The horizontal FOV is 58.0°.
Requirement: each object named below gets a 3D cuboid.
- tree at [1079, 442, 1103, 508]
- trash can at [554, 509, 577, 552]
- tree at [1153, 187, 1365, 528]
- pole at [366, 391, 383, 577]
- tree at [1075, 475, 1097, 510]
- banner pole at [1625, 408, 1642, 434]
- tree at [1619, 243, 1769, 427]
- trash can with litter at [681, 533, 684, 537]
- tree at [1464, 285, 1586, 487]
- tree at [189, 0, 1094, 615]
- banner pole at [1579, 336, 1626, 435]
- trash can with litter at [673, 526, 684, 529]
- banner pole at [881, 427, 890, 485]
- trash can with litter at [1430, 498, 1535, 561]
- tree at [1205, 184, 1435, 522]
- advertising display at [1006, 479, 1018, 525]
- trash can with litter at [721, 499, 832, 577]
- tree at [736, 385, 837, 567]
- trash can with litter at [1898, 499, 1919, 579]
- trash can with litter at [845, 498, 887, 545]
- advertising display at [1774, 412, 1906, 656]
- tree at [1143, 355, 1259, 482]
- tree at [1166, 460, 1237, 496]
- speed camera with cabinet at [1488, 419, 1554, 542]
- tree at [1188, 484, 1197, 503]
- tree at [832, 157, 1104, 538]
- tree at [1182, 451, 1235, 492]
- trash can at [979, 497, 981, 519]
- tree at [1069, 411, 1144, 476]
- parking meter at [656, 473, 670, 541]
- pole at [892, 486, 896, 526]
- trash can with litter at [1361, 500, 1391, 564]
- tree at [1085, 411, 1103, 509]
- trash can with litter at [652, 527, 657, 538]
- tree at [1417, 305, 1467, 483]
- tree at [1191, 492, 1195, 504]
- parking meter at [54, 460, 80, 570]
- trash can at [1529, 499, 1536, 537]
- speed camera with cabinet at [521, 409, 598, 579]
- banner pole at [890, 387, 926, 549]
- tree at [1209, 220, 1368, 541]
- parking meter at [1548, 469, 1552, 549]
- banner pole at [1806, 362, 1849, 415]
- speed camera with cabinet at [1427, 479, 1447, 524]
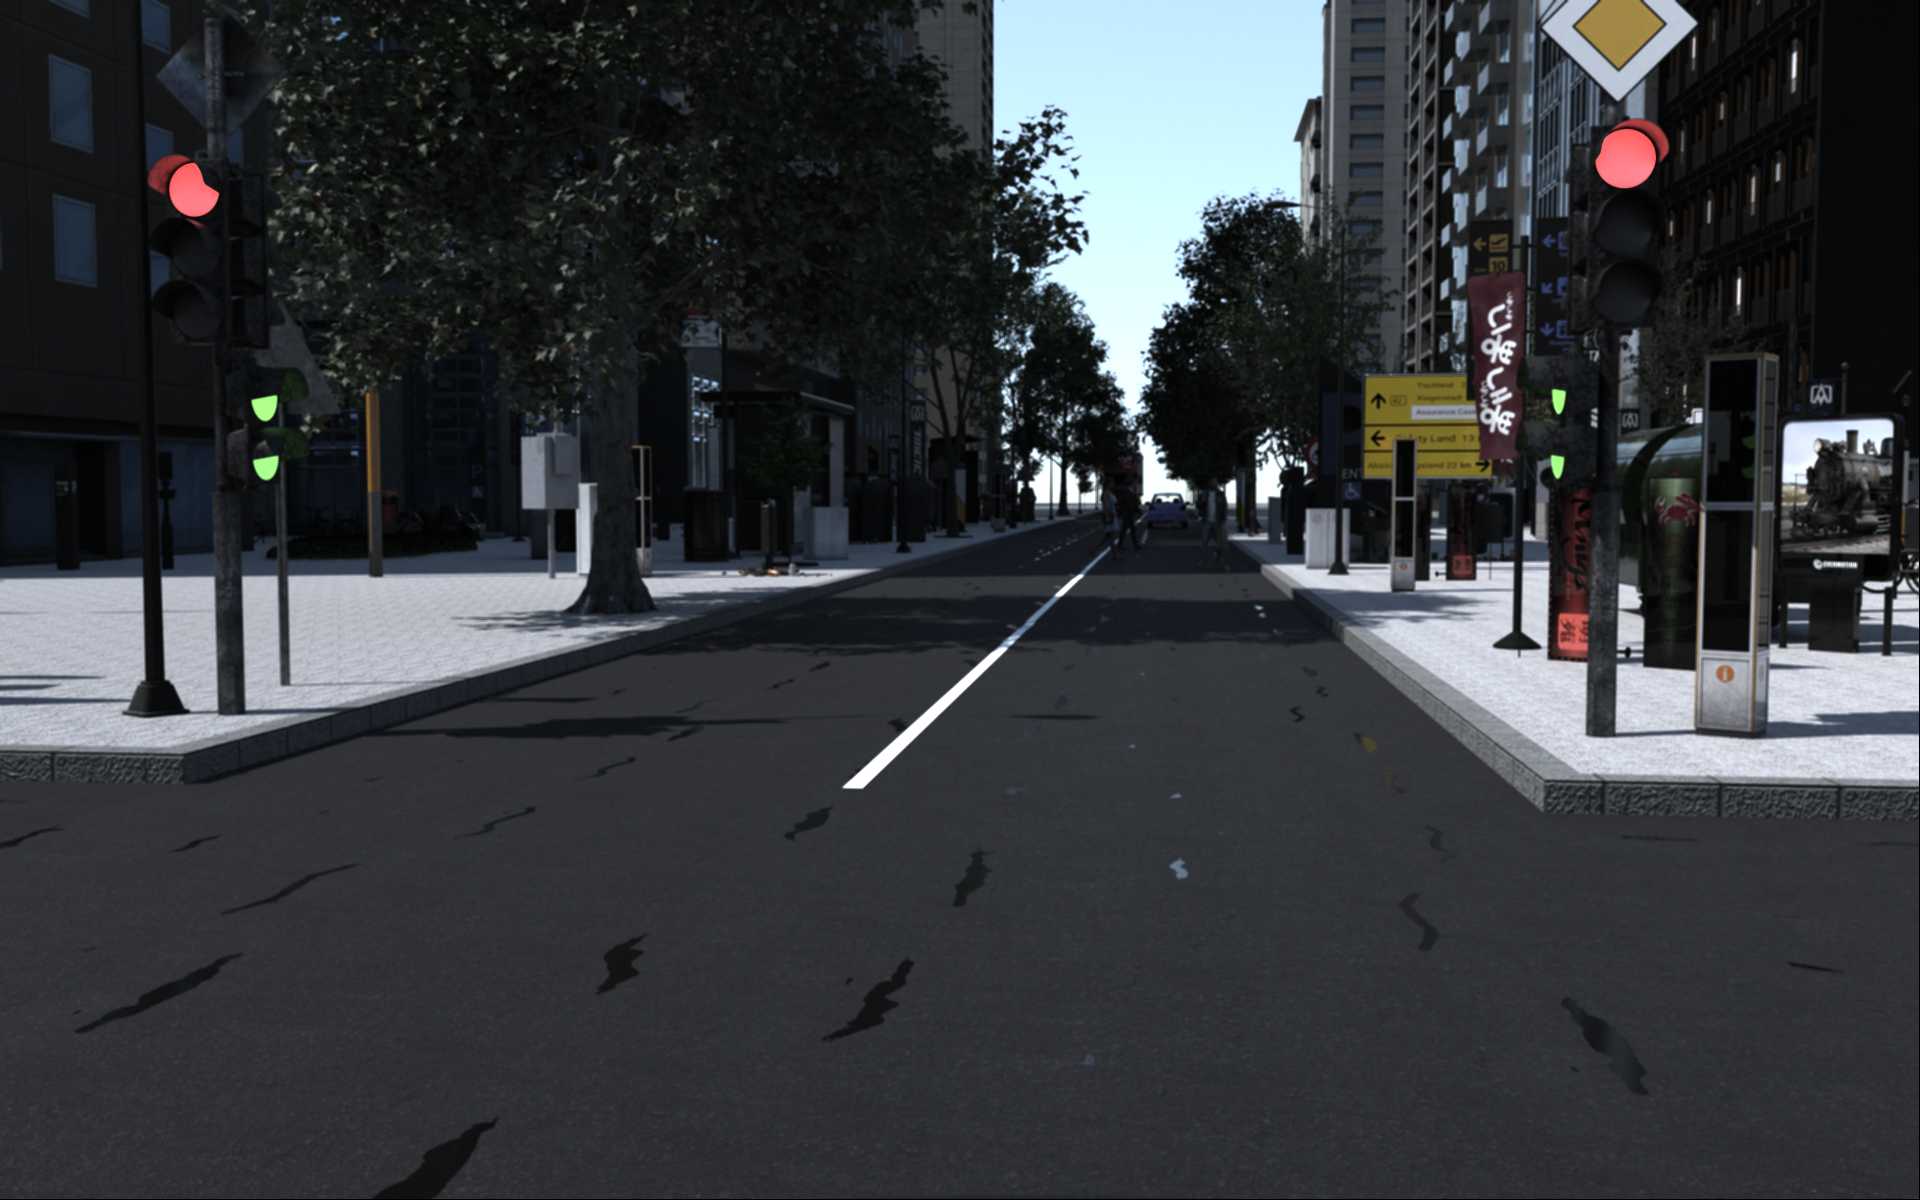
[{"bbox_3d":[12.899,-12.796,159.571,4.360,8.622,3.978,0,3,0],"label":"tree"},{"bbox_3d":[-8.722,-1.634,38.374,0.748,1.137,0.748,0,3,0],"label":"trash can"},{"bbox_3d":[10.791,-9.052,65.010,9.611,12.733,9.660,0,3,0],"label":"tree"},{"bbox_3d":[-9.035,-2.009,26.697,0.158,3.312,0.155,0,3,0],"label":"pole"},{"bbox_3d":[9.887,-8.724,137.238,1.663,3.219,1.824,0,3,0],"label":"tree"},{"bbox_3d":[17.021,-3.331,44.482,0.863,3.779,0.401,0,4,8],"label":"banner pole"},{"bbox_3d":[21.000,-6.131,50.605,4.360,8.622,3.978,0,3,0],"label":"tree"},{"bbox_3d":[-7.485,-2.357,49.916,1.055,1.170,0.624,-3,5,-42],"label":"trash can with litter"},{"bbox_3d":[19.696,-6.657,59.210,4.737,8.622,4.395,0,3,0],"label":"tree"},{"bbox_3d":[-3.733,-6.219,18.691,9.611,12.733,9.660,0,3,0],"label":"tree"},{"bbox_3d":[9.002,-2.128,24.814,0.401,3.779,0.863,-1,4,-20],"label":"banner pole"},{"bbox_3d":[-9.735,-3.227,63.818,1.678,1.210,2.233,0,4,-6],"label":"trash can with litter"},{"bbox_3d":[-2.618,-4.546,64.338,0.863,3.779,0.401,0,4,4],"label":"banner pole"},{"bbox_3d":[9.887,-1.377,33.569,2.233,1.210,1.678,2,4,29],"label":"trash can with litter"},{"bbox_3d":[8.249,-5.514,40.509,4.737,8.622,4.395,0,3,0],"label":"tree"},{"bbox_3d":[1.937,-4.108,72.385,0.974,1.923,0.123,-1,4,-14],"label":"advertising display"},{"bbox_3d":[-2.996,-1.022,27.771,1.678,1.210,2.233,-1,4,-12],"label":"trash can with litter"},{"bbox_3d":[-3.075,-2.229,31.039,1.663,3.219,1.824,0,3,0],"label":"tree"},{"bbox_3d":[14.798,-0.976,27.010,1.678,1.210,2.233,0,4,1],"label":"trash can with litter"},{"bbox_3d":[-2.665,-2.032,44.281,2.233,1.210,1.678,-3,4,-37],"label":"trash can with litter"},{"bbox_3d":[7.113,-0.540,14.049,0.123,1.923,0.974,-3,4,-36],"label":"advertising display"},{"bbox_3d":[19.442,-14.152,138.037,9.857,13.997,8.962,0,3,0],"label":"tree"},{"bbox_3d":[24.203,-15.778,176.101,7.486,12.596,7.792,0,3,0],"label":"tree"},{"bbox_3d":[14.968,-3.162,46.030,2.038,3.252,0.660,1,4,18],"label":"speed camera with cabinet"},{"bbox_3d":[12.362,-7.808,78.021,4.737,8.622,4.395,0,3,0],"label":"tree"},{"bbox_3d":[-0.199,-7.655,50.919,9.928,11.665,9.643,0,3,0],"label":"tree"},{"bbox_3d":[16.166,-7.844,111.967,4.285,4.588,4.351,0,3,0],"label":"tree"},{"bbox_3d":[0.719,-4.486,85.007,0.748,1.137,0.748,0,3,0],"label":"trash can"},{"bbox_3d":[14.944,-14.959,178.996,8.767,10.594,7.601,1,4,13],"label":"tree"},{"bbox_3d":[-8.215,-2.581,47.908,0.255,1.863,0.399,-2,4,-29],"label":"parking meter"},{"bbox_3d":[-2.681,-4.675,70.287,0.158,3.312,0.155,0,3,0],"label":"pole"},{"bbox_3d":[7.927,-1.259,31.968,1.055,1.170,0.624,1,4,14],"label":"trash can with litter"},{"bbox_3d":[12.448,-12.390,152.940,4.737,8.622,4.395,0,3,0],"label":"tree"},{"bbox_3d":[-9.373,-2.433,51.166,1.055,1.170,0.624,-3,4,-36],"label":"trash can with litter"},{"bbox_3d":[19.978,-7.234,68.637,4.360,8.622,3.978,0,3,0],"label":"tree"},{"bbox_3d":[31.396,-18.758,232.455,9.928,11.665,9.643,0,3,0],"label":"tree"},{"bbox_3d":[-15.082,-1.439,29.246,0.255,1.863,0.399,0,4,-8],"label":"parking meter"},{"bbox_3d":[17.514,-2.478,52.171,0.748,1.137,0.748,0,3,0],"label":"trash can"},{"bbox_3d":[-5.852,-1.996,26.964,0.660,3.252,2.038,3,4,36],"label":"speed camera with cabinet"},{"bbox_3d":[-1.118,-3.095,40.620,0.863,3.779,0.401,-3,4,-37],"label":"banner pole"},{"bbox_3d":[9.090,-5.946,47.584,4.360,8.622,3.978,0,3,0],"label":"tree"},{"bbox_3d":[14.030,-2.135,40.611,0.399,1.863,0.255,-2,4,-29],"label":"parking meter"},{"bbox_3d":[16.608,-2.636,33.114,0.863,3.779,0.401,1,4,20],"label":"banner pole"},{"bbox_3d":[20.636,-4.860,73.789,0.660,3.252,2.038,-1,4,-13],"label":"speed camera with cabinet"}]
